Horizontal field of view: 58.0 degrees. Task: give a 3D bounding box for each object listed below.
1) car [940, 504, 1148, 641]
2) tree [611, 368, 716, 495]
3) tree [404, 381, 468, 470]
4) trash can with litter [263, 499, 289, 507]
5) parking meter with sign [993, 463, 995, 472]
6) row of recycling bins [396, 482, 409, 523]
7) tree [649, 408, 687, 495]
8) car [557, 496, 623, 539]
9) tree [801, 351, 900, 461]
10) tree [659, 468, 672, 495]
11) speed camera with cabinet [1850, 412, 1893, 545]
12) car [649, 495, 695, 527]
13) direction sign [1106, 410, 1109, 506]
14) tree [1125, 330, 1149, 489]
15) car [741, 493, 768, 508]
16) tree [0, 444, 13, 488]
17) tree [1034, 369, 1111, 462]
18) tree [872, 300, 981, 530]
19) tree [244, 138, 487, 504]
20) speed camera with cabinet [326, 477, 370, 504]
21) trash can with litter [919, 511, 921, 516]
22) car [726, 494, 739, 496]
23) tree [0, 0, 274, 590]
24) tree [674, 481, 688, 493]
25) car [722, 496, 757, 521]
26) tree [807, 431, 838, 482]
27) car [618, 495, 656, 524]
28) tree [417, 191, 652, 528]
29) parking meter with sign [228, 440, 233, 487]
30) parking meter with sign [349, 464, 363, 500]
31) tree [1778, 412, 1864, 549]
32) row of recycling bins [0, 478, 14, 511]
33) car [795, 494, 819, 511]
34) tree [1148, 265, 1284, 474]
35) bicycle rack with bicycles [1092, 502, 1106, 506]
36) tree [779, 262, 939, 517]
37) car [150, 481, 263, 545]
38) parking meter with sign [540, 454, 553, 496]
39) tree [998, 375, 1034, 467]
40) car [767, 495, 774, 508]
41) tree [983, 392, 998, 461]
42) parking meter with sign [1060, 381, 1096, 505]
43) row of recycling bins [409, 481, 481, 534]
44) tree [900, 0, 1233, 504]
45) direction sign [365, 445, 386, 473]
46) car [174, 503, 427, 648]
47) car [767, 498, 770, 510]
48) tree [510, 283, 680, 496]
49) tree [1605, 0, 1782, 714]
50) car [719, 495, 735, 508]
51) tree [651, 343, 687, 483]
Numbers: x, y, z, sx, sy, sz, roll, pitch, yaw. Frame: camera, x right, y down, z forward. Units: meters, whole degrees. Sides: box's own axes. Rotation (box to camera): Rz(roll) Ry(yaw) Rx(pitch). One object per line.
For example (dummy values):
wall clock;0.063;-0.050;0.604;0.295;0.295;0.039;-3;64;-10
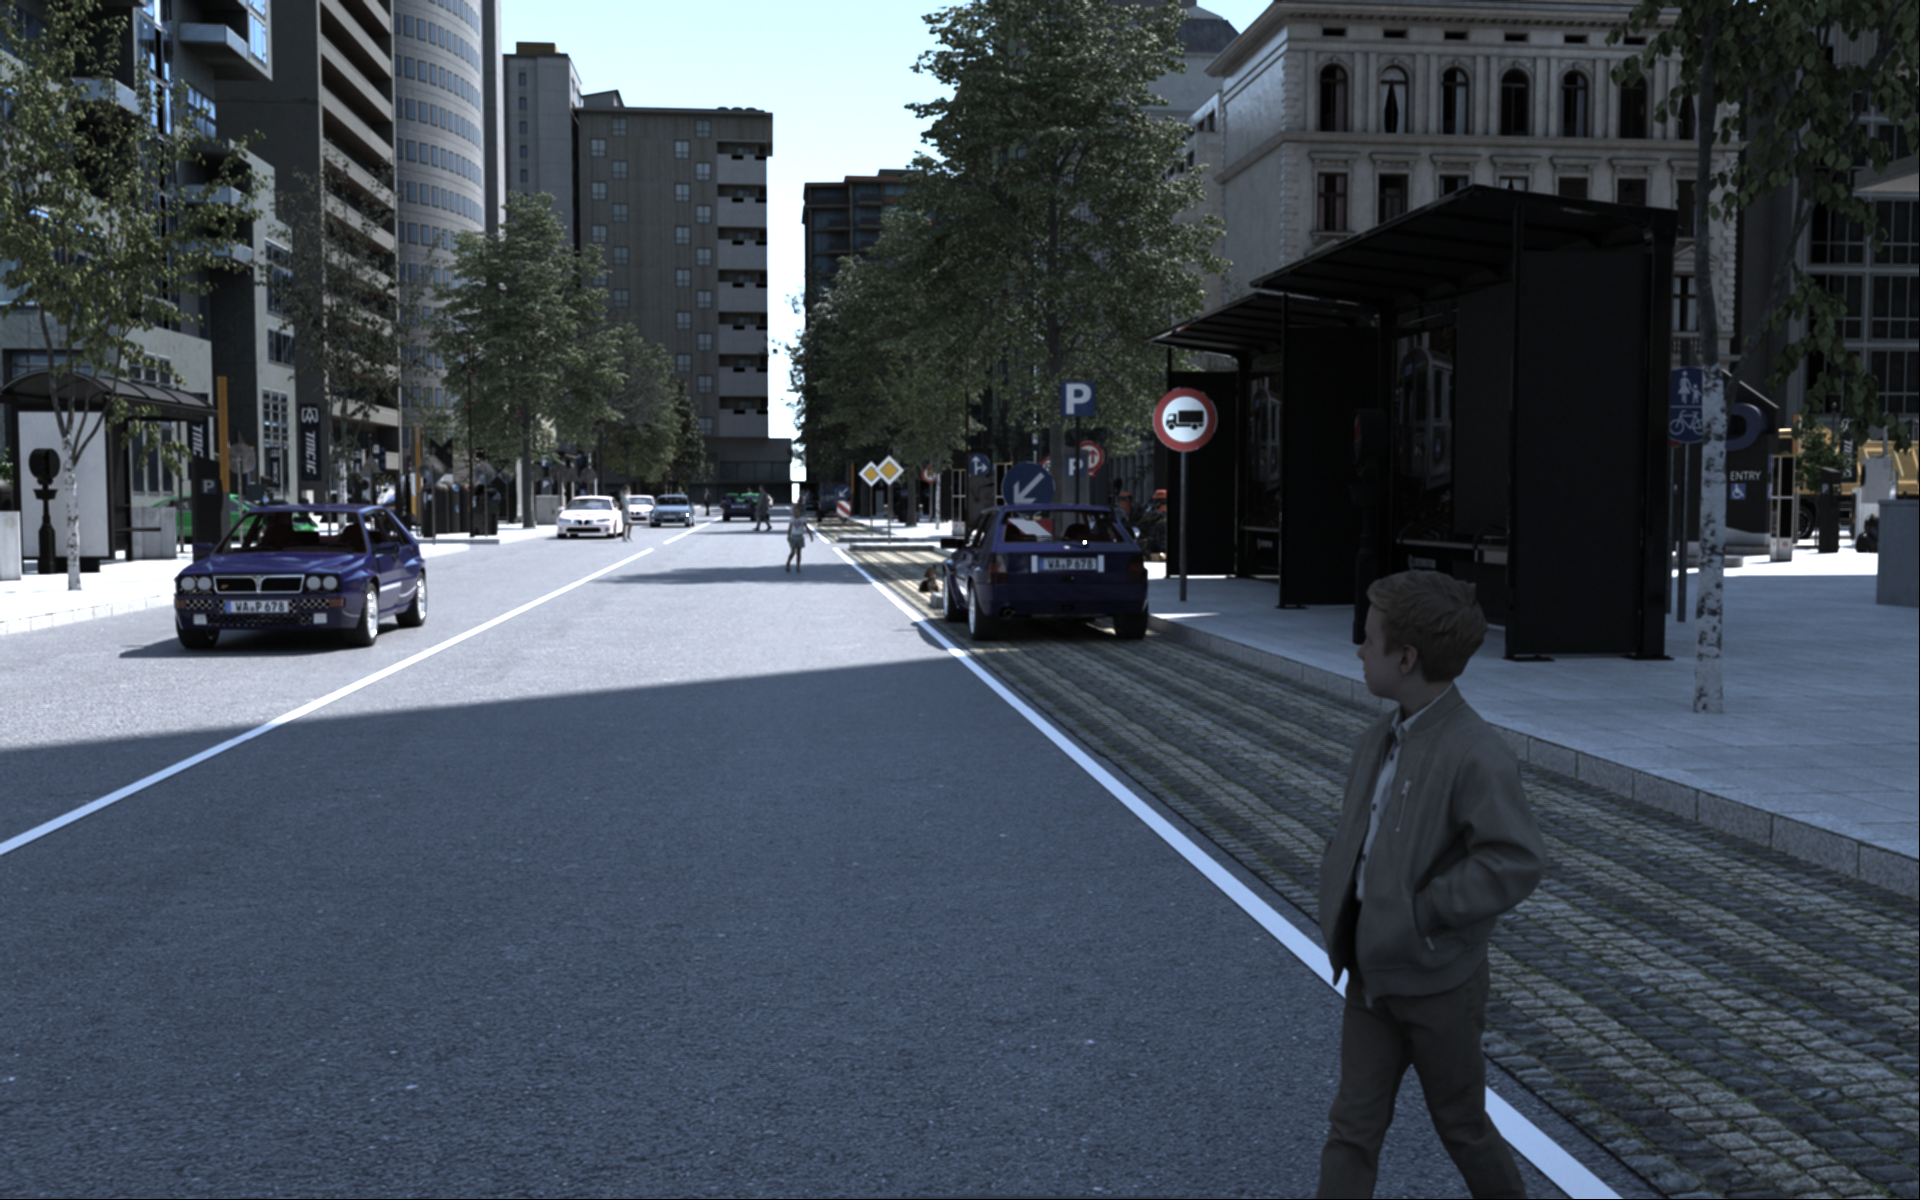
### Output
car;0.810;-0.346;18.237;1.945;1.354;3.894;0;4;-6
tree;-26.715;-14.612;155.921;9.611;12.733;9.660;0;3;0
tree;-34.365;-10.016;114.120;4.737;8.622;4.395;0;3;0
trash can with litter;-14.477;-1.541;36.586;0.624;1.170;1.055;0;4;-5
parking meter with sign;2.736;-6.100;95.988;1.738;3.016;0.543;-1;4;-17
row of recycling bins;-20.328;-3.365;62.130;1.069;1.692;3.534;-2;4;-26
tree;-25.127;-12.014;146.791;4.737;8.622;4.395;0;3;0
car;-12.148;-2.744;57.226;2.083;1.381;4.827;0;4;-5
tree;-6.572;-11.594;115.311;9.928;11.665;9.643;0;3;0
tree;-28.085;-13.221;166.528;4.360;8.622;3.978;0;3;0
speed camera with cabinet;22.436;-2.956;42.660;0.660;3.252;2.038;1;4;19
car;-12.606;-3.916;76.027;2.014;1.417;4.499;0;4;-5
direction sign;3.786;-3.206;44.423;0.379;3.537;0.876;0;4;8
tree;8.633;-7.536;73.568;4.360;8.622;3.978;0;3;0
car;-13.054;-6.108;108.665;1.959;1.807;4.718;0;4;-5
tree;-31.683;-3.808;56.856;1.663;3.219;1.824;0;3;0
tree;6.600;-8.875;95.461;4.360;8.622;3.978;0;3;0
tree;-0.901;-6.842;62.221;4.737;8.622;4.395;0;3;0
tree;-13.032;-5.302;37.057;4.360;8.622;3.978;0;3;0
speed camera with cabinet;-30.613;-5.647;86.657;2.038;3.252;0.660;-2;4;-30
trash can with litter;-2.103;-6.342;114.745;2.233;1.210;1.678;-1;4;-18
car;-25.201;-11.179;191.572;1.959;1.807;4.718;0;4;-5
tree;-11.628;-4.431;22.816;4.737;8.622;4.395;0;3;0
tree;-31.366;-12.233;194.618;1.663;3.219;1.824;0;3;0
car;-11.810;-4.921;93.036;1.945;1.354;3.894;0;4;-4
tree;-13.475;-13.823;176.373;4.360;8.622;3.978;0;3;0
car;-15.282;-4.288;82.472;2.083;1.381;4.827;0;4;-6
tree;-16.246;-8.972;64.821;7.486;12.596;7.792;0;3;0
parking meter with sign;-24.382;-3.642;55.800;1.738;3.016;0.543;-3;5;-44
parking meter with sign;-34.943;-6.384;100.634;0.543;3.016;1.738;-3;5;-42
tree;20.282;-2.852;41.230;1.663;3.219;1.824;0;3;0
row of recycling bins;-22.175;-2.052;40.661;3.534;1.692;1.069;0;4;-5
car;-11.404;-7.380;130.454;2.009;1.686;4.222;0;4;-7
tree;8.927;-6.473;56.204;4.360;8.622;3.978;0;3;0
bicycle rack with bicycles;5.870;-4.121;80.763;2.925;0.926;2.852;1;4;9
tree;-5.143;-11.547;95.445;9.857;13.997;8.962;0;3;0
car;-19.363;-2.250;45.591;4.718;1.807;1.959;0;4;-6
parking meter with sign;-17.944;-4.818;75.039;0.543;3.016;1.738;-1;4;-10
tree;4.693;-9.350;103.233;4.360;8.622;3.978;0;3;0
car;-20.492;-10.291;180.611;2.083;1.381;4.827;0;4;-5
tree;3.366;-10.306;118.862;4.360;8.622;3.978;0;3;0
parking meter with sign;1.866;-1.920;27.645;0.543;3.016;1.738;0;4;3
row of recycling bins;-16.623;-3.043;56.860;1.069;1.692;3.534;1;4;11
tree;1.731;-7.168;35.329;7.486;12.596;7.792;0;3;0
direction sign;-26.870;-5.364;79.704;0.876;3.537;0.379;-1;4;-20
car;-6.519;-0.294;17.381;1.945;1.354;3.894;0;4;-7
car;-18.108;-8.785;155.638;2.014;1.417;4.499;0;4;-5
tree;-21.094;-11.696;101.598;12.009;13.543;11.850;0;3;0
tree;4.581;-3.634;9.773;4.737;8.622;4.395;0;3;0
car;-23.599;-10.046;176.828;1.945;1.354;3.894;0;4;-5
tree;-22.424;-12.053;115.198;7.486;12.596;7.792;0;3;0
